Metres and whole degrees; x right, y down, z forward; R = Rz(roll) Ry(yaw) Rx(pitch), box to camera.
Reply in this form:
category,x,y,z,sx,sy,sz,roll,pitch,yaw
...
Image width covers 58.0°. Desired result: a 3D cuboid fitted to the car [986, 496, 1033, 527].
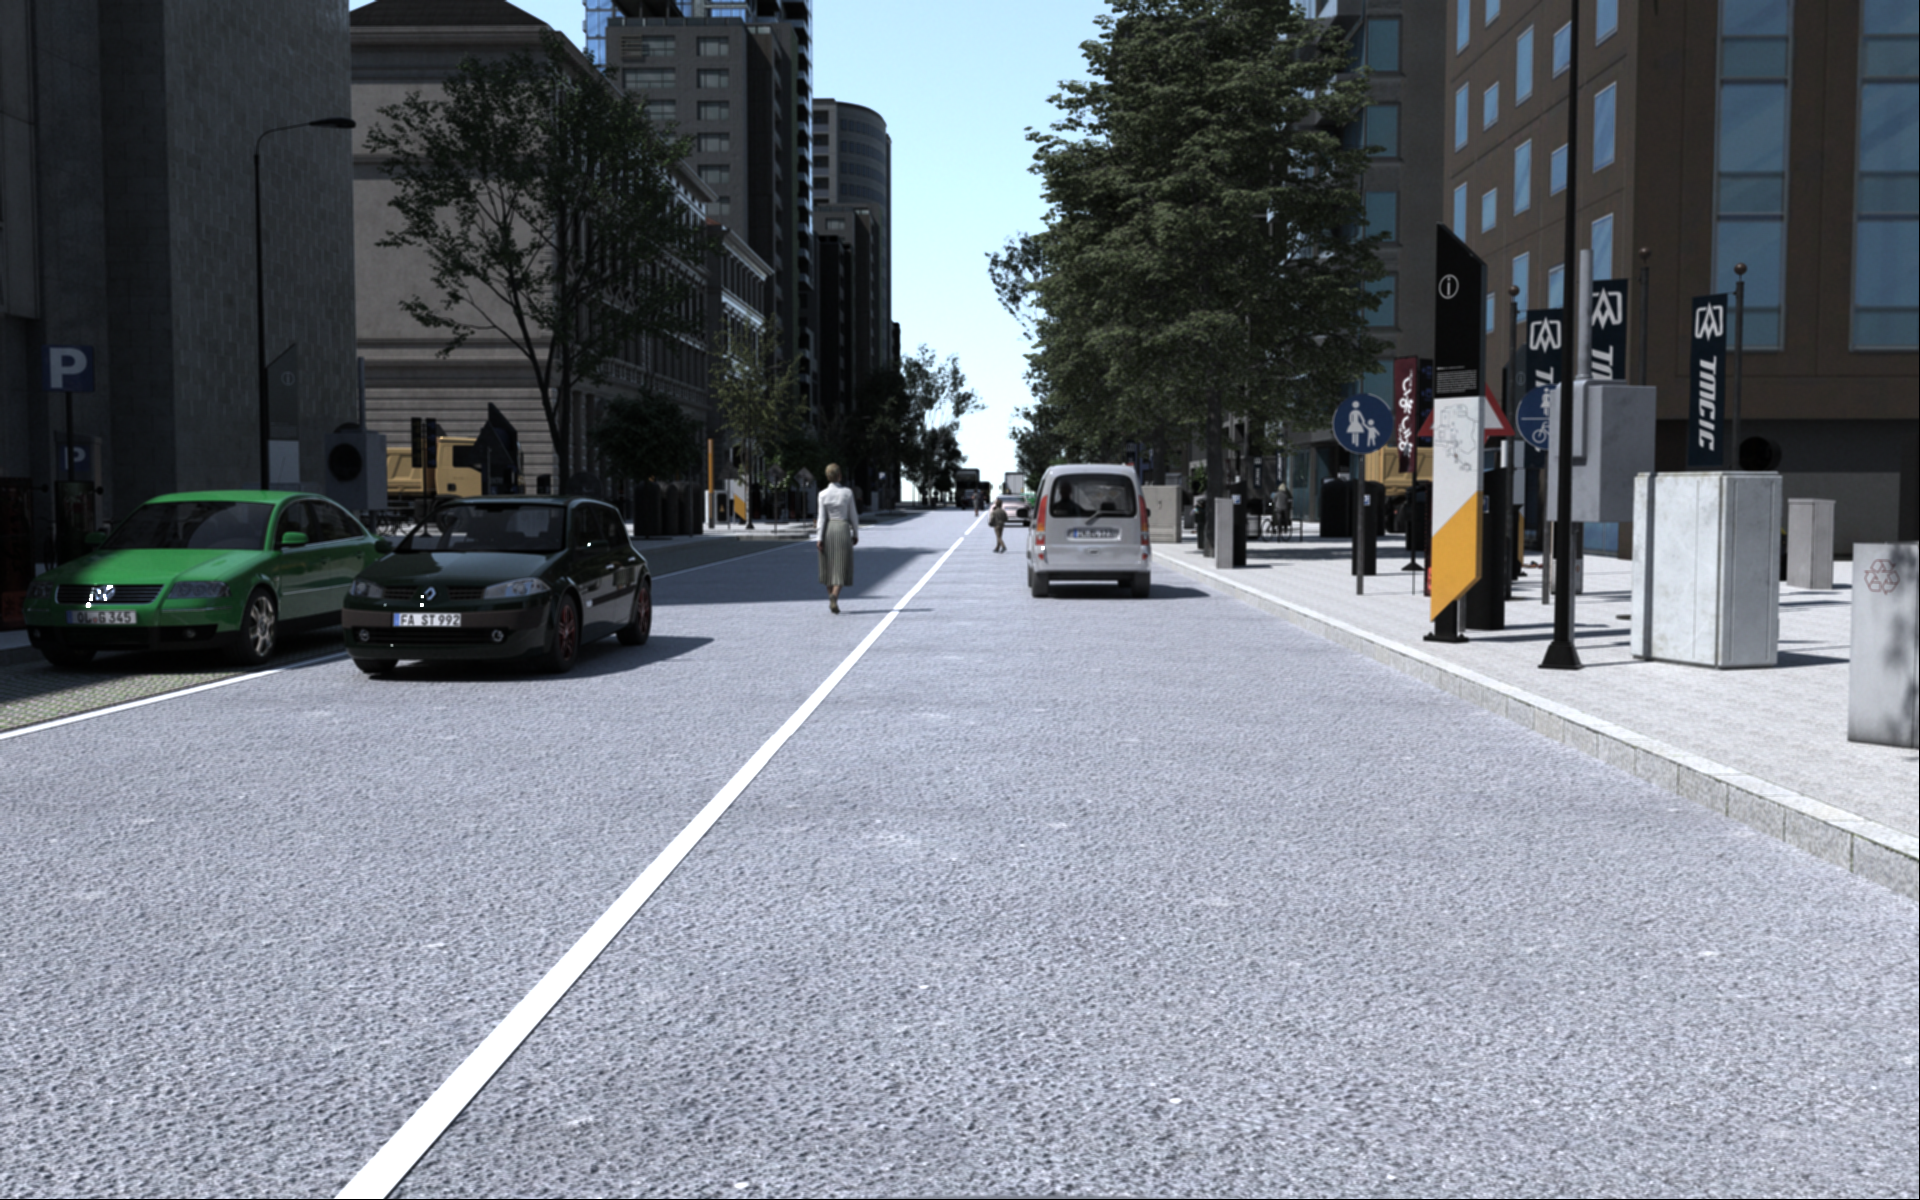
category,x,y,z,sx,sy,sz,roll,pitch,yaw
car,2.226,-3.973,77.313,2.083,1.381,4.827,0,4,0

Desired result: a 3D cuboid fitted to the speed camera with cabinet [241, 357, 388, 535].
category,x,y,z,sx,sy,sz,roll,pitch,yaw
speed camera with cabinet,-9.355,-1.879,25.055,2.038,3.252,0.660,1,4,13

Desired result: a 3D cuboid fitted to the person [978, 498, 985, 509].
category,x,y,z,sx,sy,sz,roll,pitch,yaw
person,2.003,-9.553,165.635,0.756,1.711,0.436,1,4,20

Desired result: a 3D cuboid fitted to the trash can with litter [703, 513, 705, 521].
category,x,y,z,sx,sy,sz,roll,pitch,yaw
trash can with litter,-11.783,-4.269,81.182,1.055,1.170,0.624,3,5,42

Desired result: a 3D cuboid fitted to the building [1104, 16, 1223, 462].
category,x,y,z,sx,sy,sz,roll,pitch,yaw
building,30.902,-36.777,190.535,28.713,52.752,27.495,0,4,1

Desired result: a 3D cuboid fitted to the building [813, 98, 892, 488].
category,x,y,z,sx,sy,sz,roll,pitch,yaw
building,-21.567,-43.817,258.413,21.231,58.520,28.212,0,4,1

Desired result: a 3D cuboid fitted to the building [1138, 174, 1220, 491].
category,x,y,z,sx,sy,sz,roll,pitch,yaw
building,23.316,-23.529,156.402,14.160,30.474,14.107,0,4,1

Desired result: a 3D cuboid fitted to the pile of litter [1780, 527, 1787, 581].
category,x,y,z,sx,sy,sz,roll,pitch,yaw
pile of litter,11.903,-0.726,25.829,1.719,0.858,1.176,0,4,6

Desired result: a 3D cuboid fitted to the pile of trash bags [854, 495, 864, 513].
category,x,y,z,sx,sy,sz,roll,pitch,yaw
pile of trash bags,-7.405,-6.615,117.910,1.912,1.369,3.447,-2,4,-26

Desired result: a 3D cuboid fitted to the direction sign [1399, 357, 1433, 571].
category,x,y,z,sx,sy,sz,roll,pitch,yaw
direction sign,7.597,-2.259,28.938,0.876,3.537,0.379,-3,4,-38

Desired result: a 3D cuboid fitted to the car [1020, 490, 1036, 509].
category,x,y,z,sx,sy,sz,roll,pitch,yaw
car,5.584,-8.201,142.883,1.959,1.807,4.718,0,4,3

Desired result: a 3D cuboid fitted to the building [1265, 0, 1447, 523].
category,x,y,z,sx,sy,sz,roll,pitch,yaw
building,29.671,-28.169,80.170,30.456,49.044,23.786,0,4,1

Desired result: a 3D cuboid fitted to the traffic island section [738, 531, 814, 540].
category,x,y,z,sx,sy,sz,roll,pitch,yaw
traffic island section,-5.893,-2.011,55.161,2.009,0.180,2.903,0,4,1

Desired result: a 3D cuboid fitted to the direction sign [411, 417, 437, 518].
category,x,y,z,sx,sy,sz,roll,pitch,yaw
direction sign,-15.923,-3.640,51.515,0.379,3.537,0.876,2,4,34

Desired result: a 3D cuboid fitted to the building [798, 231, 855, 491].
category,x,y,z,sx,sy,sz,roll,pitch,yaw
building,-19.196,-25.691,191.751,14.160,30.474,14.107,0,4,1

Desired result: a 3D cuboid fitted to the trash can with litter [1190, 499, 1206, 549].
category,x,y,z,sx,sy,sz,roll,pitch,yaw
trash can with litter,5.930,-1.765,40.242,1.055,1.170,0.624,-2,4,-24

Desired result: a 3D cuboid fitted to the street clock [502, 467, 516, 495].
category,x,y,z,sx,sy,sz,roll,pitch,yaw
street clock,-12.138,-2.574,46.650,0.358,2.002,0.471,0,4,-5

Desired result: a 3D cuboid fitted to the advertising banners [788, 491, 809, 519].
category,x,y,z,sx,sy,sz,roll,pitch,yaw
advertising banners,-8.532,-5.634,88.310,0.090,3.025,2.074,3,5,44

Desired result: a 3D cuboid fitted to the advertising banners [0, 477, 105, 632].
category,x,y,z,sx,sy,sz,roll,pitch,yaw
advertising banners,-8.872,-1.225,16.212,0.090,3.025,2.074,1,4,19

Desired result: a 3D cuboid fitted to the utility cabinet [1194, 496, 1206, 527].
category,x,y,z,sx,sy,sz,roll,pitch,yaw
utility cabinet,9.509,-3.490,68.231,0.306,1.237,1.020,-1,4,-14

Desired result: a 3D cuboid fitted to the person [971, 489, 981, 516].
category,x,y,z,sx,sy,sz,roll,pitch,yaw
person,1.042,-6.292,111.738,0.716,1.782,0.532,-3,5,-40

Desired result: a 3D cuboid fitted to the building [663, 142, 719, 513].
category,x,y,z,sx,sy,sz,roll,pitch,yaw
building,-21.115,-16.638,100.903,11.050,23.489,19.941,0,4,1

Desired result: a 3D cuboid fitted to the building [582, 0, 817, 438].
category,x,y,z,sx,sy,sz,roll,pitch,yaw
building,-24.771,-52.293,167.659,22.319,86.520,31.000,0,4,1

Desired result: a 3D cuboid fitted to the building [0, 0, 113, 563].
category,x,y,z,sx,sy,sz,roll,pitch,yaw
building,-22.959,-12.579,23.694,12.078,24.808,19.932,0,4,1

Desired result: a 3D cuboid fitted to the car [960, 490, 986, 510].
category,x,y,z,sx,sy,sz,roll,pitch,yaw
car,1.184,-9.158,158.401,2.281,1.827,5.304,0,3,0

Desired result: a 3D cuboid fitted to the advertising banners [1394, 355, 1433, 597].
category,x,y,z,sx,sy,sz,roll,pitch,yaw
advertising banners,5.928,-1.542,21.407,0.090,3.025,2.074,-1,4,-19

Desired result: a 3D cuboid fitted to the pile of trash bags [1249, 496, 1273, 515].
category,x,y,z,sx,sy,sz,roll,pitch,yaw
pile of trash bags,18.232,-5.876,105.831,1.912,1.369,3.447,-3,5,-42

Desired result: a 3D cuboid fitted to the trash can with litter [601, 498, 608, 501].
category,x,y,z,sx,sy,sz,roll,pitch,yaw
trash can with litter,-9.342,-1.984,43.825,1.055,1.170,0.624,1,4,20

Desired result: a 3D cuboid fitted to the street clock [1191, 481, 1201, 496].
category,x,y,z,sx,sy,sz,roll,pitch,yaw
street clock,12.758,-5.449,93.659,0.471,2.002,0.358,-1,4,-12

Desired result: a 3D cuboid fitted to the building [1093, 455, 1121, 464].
category,x,y,z,sx,sy,sz,roll,pitch,yaw
building,25.741,-34.282,244.104,14.154,41.232,14.086,0,4,1

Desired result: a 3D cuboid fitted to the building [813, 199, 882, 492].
category,x,y,z,sx,sy,sz,roll,pitch,yaw
building,-18.101,-33.835,236.793,14.154,41.232,14.086,0,4,1

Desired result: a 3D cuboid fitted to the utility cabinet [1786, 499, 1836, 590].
category,x,y,z,sx,sy,sz,roll,pitch,yaw
utility cabinet,11.655,-0.768,23.725,0.306,1.237,1.020,1,4,8

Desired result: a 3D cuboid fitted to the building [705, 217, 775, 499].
category,x,y,z,sx,sy,sz,roll,pitch,yaw
building,-20.126,-17.447,121.420,11.583,22.565,21.152,0,4,1

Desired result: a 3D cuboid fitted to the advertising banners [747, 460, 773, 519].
category,x,y,z,sx,sy,sz,roll,pitch,yaw
advertising banners,-10.308,-5.613,87.955,2.074,3.025,0.090,1,4,22

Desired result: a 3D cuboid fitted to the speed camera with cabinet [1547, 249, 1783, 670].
category,x,y,z,sx,sy,sz,roll,pitch,yaw
speed camera with cabinet,5.464,-1.174,13.529,0.660,3.252,2.038,-1,4,-18

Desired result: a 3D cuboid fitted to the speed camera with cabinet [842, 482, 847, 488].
category,x,y,z,sx,sy,sz,roll,pitch,yaw
speed camera with cabinet,-8.208,-8.211,128.579,0.660,3.252,2.038,2,4,24

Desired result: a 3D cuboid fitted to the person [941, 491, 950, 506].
category,x,y,z,sx,sy,sz,roll,pitch,yaw
person,-1.849,-12.448,212.112,1.350,1.814,0.705,2,4,31

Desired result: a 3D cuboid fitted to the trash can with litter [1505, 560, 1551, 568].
category,x,y,z,sx,sy,sz,roll,pitch,yaw
trash can with litter,9.779,-1.168,30.153,2.233,1.210,1.678,0,4,-5

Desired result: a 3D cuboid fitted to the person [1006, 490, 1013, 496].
category,x,y,z,sx,sy,sz,roll,pitch,yaw
person,4.492,-9.003,155.704,1.348,1.823,0.705,-2,4,-27

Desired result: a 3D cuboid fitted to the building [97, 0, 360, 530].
category,x,y,z,sx,sy,sz,roll,pitch,yaw
building,-24.830,-11.421,41.487,16.860,20.320,10.420,0,4,1

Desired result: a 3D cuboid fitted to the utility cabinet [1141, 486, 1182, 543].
category,x,y,z,sx,sy,sz,roll,pitch,yaw
utility cabinet,5.222,-2.247,45.413,1.173,1.500,0.318,3,4,36

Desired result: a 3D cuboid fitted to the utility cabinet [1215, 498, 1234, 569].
category,x,y,z,sx,sy,sz,roll,pitch,yaw
utility cabinet,4.604,-1.161,30.142,0.306,1.237,1.020,0,4,6

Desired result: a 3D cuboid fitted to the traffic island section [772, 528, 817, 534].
category,x,y,z,sx,sy,sz,roll,pitch,yaw
traffic island section,-5.696,-2.499,63.143,2.009,0.180,2.903,0,4,1

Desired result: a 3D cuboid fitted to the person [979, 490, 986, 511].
category,x,y,z,sx,sy,sz,roll,pitch,yaw
person,1.990,-8.582,149.266,0.568,1.767,0.683,1,4,15

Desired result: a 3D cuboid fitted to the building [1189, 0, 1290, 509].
category,x,y,z,sx,sy,sz,roll,pitch,yaw
building,27.515,-41.700,120.049,20.563,71.187,20.611,0,4,1

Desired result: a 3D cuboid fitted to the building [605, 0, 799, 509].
category,x,y,z,sx,sy,sz,roll,pitch,yaw
building,-21.339,-28.284,146.043,14.154,41.232,14.086,0,4,1

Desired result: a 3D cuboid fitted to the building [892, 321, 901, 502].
category,x,y,z,sx,sy,sz,roll,pitch,yaw
building,-16.986,-31.127,280.620,14.160,30.474,14.107,0,4,1

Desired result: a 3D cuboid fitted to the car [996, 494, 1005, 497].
category,x,y,z,sx,sy,sz,roll,pitch,yaw
car,6.637,-15.626,267.288,2.131,1.459,4.920,0,4,3

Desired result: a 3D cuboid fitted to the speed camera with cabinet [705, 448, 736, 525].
category,x,y,z,sx,sy,sz,roll,pitch,yaw
speed camera with cabinet,-9.983,-4.849,73.614,0.660,3.252,2.038,2,4,31

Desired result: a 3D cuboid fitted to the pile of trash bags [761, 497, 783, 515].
category,x,y,z,sx,sy,sz,roll,pitch,yaw
pile of trash bags,-11.273,-5.797,104.528,3.447,1.369,1.912,-2,4,-24

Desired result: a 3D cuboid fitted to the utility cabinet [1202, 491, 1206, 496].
category,x,y,z,sx,sy,sz,roll,pitch,yaw
utility cabinet,16.555,-6.623,116.967,0.318,1.500,1.173,0,4,-3

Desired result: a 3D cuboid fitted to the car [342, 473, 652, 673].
category,x,y,z,sx,sy,sz,roll,pitch,yaw
car,-3.919,-0.328,15.148,2.009,1.686,4.222,0,4,3

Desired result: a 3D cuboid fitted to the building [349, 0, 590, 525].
category,x,y,z,sx,sy,sz,roll,pitch,yaw
building,-21.491,-15.420,81.002,11.050,23.489,19.941,0,4,1

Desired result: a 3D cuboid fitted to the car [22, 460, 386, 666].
category,x,y,z,sx,sy,sz,roll,pitch,yaw
car,-6.666,-0.427,15.782,1.959,1.807,4.718,0,4,0

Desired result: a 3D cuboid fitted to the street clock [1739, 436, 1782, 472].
category,x,y,z,sx,sy,sz,roll,pitch,yaw
street clock,10.011,-1.051,21.753,0.358,2.002,0.471,-3,5,-40

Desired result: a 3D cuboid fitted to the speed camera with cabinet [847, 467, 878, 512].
category,x,y,z,sx,sy,sz,roll,pitch,yaw
speed camera with cabinet,-6.978,-8.031,125.643,2.038,3.252,0.660,-1,4,-14

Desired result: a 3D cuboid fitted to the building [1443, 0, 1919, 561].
category,x,y,z,sx,sy,sz,roll,pitch,yaw
building,19.685,-23.746,38.365,14.600,45.320,14.200,0,4,1

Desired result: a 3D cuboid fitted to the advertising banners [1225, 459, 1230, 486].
category,x,y,z,sx,sy,sz,roll,pitch,yaw
advertising banners,13.669,-5.505,86.201,0.090,3.025,2.074,3,4,36

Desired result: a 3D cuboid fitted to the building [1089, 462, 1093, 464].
category,x,y,z,sx,sy,sz,roll,pitch,yaw
building,26.314,-29.806,259.034,14.160,30.474,14.107,0,4,1
